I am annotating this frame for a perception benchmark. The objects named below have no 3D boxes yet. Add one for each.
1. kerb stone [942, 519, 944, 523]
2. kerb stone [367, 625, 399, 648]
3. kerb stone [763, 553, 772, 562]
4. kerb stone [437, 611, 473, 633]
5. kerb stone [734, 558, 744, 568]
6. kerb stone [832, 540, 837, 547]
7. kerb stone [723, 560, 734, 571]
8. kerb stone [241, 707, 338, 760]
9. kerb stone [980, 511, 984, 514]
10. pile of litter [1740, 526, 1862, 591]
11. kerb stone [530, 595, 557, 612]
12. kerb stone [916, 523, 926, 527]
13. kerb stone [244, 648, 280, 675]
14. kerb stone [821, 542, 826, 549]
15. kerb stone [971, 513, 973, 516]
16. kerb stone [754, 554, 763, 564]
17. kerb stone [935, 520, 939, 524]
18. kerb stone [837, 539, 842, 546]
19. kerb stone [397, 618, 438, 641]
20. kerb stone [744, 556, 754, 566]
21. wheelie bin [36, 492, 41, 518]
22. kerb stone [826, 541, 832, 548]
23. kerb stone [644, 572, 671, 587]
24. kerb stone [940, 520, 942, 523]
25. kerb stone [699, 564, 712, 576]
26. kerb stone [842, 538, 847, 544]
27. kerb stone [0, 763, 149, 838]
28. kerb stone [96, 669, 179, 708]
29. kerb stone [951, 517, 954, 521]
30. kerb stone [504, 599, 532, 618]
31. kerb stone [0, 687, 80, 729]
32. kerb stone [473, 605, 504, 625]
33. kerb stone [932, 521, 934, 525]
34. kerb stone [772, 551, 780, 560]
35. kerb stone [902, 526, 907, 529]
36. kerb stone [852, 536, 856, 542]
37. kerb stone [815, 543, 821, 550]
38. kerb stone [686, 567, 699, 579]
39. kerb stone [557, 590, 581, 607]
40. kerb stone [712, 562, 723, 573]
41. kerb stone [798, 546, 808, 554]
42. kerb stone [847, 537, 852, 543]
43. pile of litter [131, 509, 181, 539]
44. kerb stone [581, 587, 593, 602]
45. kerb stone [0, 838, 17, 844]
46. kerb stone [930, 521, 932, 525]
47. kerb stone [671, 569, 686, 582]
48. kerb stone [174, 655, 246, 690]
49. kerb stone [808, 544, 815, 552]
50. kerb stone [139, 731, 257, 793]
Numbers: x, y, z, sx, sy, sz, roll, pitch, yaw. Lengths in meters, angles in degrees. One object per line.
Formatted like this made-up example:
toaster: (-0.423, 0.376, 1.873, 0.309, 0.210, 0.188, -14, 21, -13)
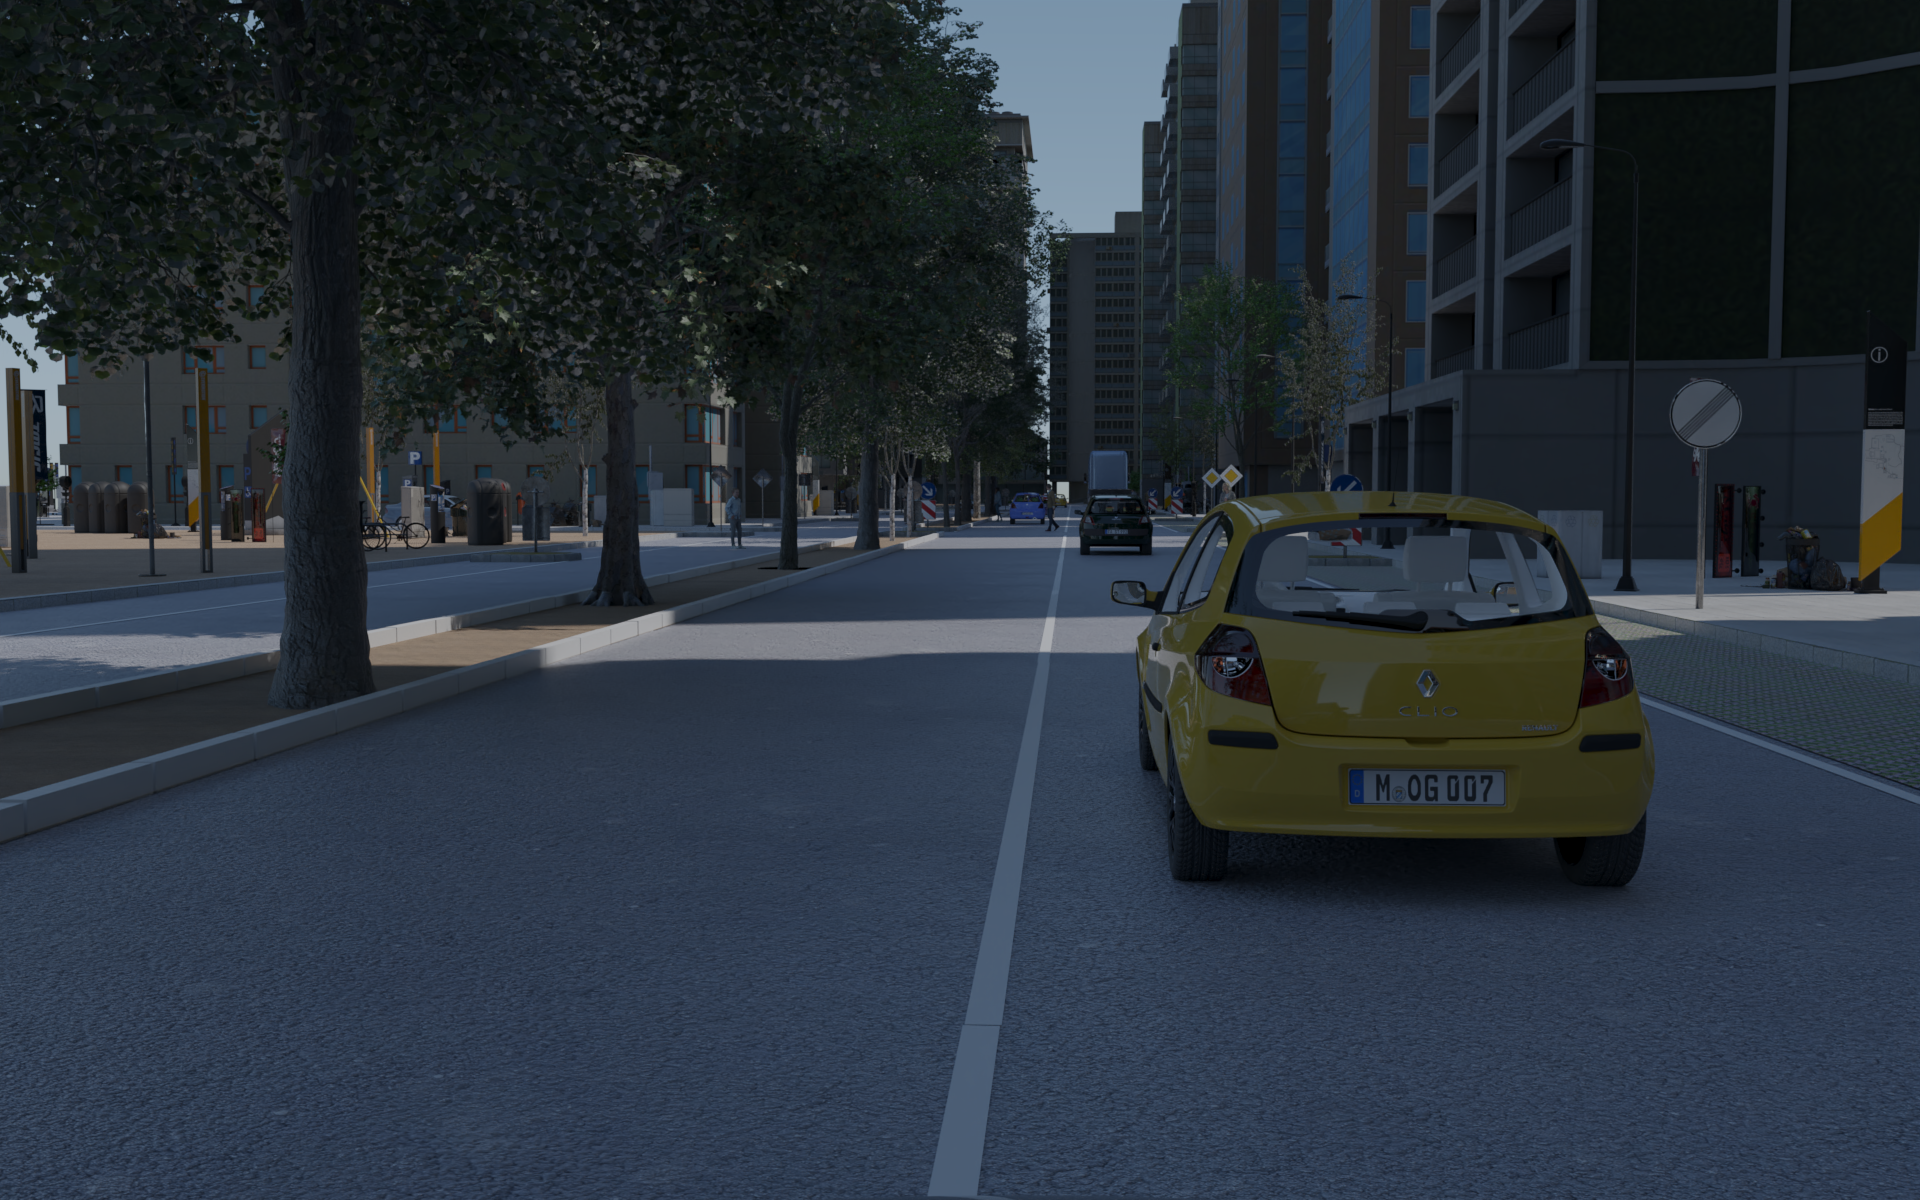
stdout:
kerb stone: (-1.027, -3.854, 85.211, 0.120, 0.150, 1.000, 0, 4, 4)
kerb stone: (-5.506, 0.374, 16.138, 0.120, 0.150, 1.000, 0, 4, 4)
kerb stone: (-4.174, -0.880, 36.585, 0.120, 0.150, 1.000, 0, 4, 4)
kerb stone: (-5.370, 0.247, 18.177, 0.120, 0.150, 1.000, 0, 4, 4)
kerb stone: (-4.379, -0.689, 33.513, 0.120, 0.150, 1.000, 0, 4, 4)
kerb stone: (-3.524, -1.503, 46.797, 0.120, 0.150, 1.000, 0, 4, 4)
kerb stone: (-4.442, -0.627, 32.493, 0.120, 0.150, 1.000, 0, 4, 4)
kerb stone: (-3.812, 0.757, 9.821, 0.120, 0.150, 1.000, 0, 4, 4)
kerb stone: (1.764, -6.484, 128.208, 0.120, 0.150, 1.000, 0, 4, 4)
pile of litter: (11.515, -0.584, 23.506, 1.176, 0.858, 1.719, -1, 4, -22)
kerb stone: (-5.177, 0.059, 21.238, 0.120, 0.150, 1.000, 0, 4, 4)
kerb stone: (-1.688, -3.227, 74.962, 0.120, 0.150, 1.000, 0, 4, 4)
kerb stone: (-5.639, 0.496, 14.092, 0.120, 0.150, 1.000, 0, 4, 4)
kerb stone: (-3.649, -1.378, 44.753, 0.120, 0.150, 1.000, 0, 4, 4)
kerb stone: (0.971, -5.731, 115.927, 0.120, 0.150, 1.000, 0, 4, 4)
kerb stone: (-4.241, -0.815, 35.565, 0.120, 0.150, 1.000, 0, 4, 4)
kerb stone: (-1.229, -3.666, 82.129, 0.120, 0.150, 1.000, 0, 4, 4)
kerb stone: (-3.448, -1.567, 47.819, 0.120, 0.150, 1.000, 0, 4, 4)
kerb stone: (-5.440, 0.308, 17.157, 0.120, 0.150, 1.000, 0, 4, 4)
kerb stone: (-4.310, -0.751, 34.546, 0.120, 0.150, 1.000, 0, 4, 4)
wheelie bin: (-51.617, -5.422, 96.551, 0.980, 1.594, 0.693, 0, 4, -3)
kerb stone: (-3.585, -1.441, 45.776, 0.120, 0.150, 1.000, 0, 4, 4)
kerb stone: (-4.788, -0.317, 27.378, 0.120, 0.150, 1.000, 0, 4, 4)
kerb stone: (-1.090, -3.791, 84.180, 0.120, 0.150, 1.000, 0, 4, 4)
kerb stone: (-4.578, -0.505, 30.450, 0.120, 0.150, 1.000, 0, 4, 4)
kerb stone: (-3.382, -1.627, 48.839, 0.120, 0.150, 1.000, 0, 4, 4)
kerb stone: (-3.944, 0.882, 7.774, 0.120, 0.150, 1.000, 0, 4, 4)
kerb stone: (-5.761, 0.621, 12.040, 0.120, 0.150, 1.000, 0, 4, 4)
kerb stone: (-0.362, -4.476, 95.480, 0.120, 0.150, 1.000, 0, 4, 4)
kerb stone: (-5.246, 0.125, 20.217, 0.120, 0.150, 1.000, 0, 4, 4)
kerb stone: (-5.840, 0.683, 11.021, 0.120, 0.150, 1.000, 0, 4, 4)
kerb stone: (-5.306, 0.188, 19.197, 0.120, 0.150, 1.000, 0, 4, 4)
kerb stone: (-1.420, -3.477, 79.051, 0.120, 0.150, 1.000, 0, 4, 4)
kerb stone: (-4.109, -0.941, 37.605, 0.120, 0.150, 1.000, 0, 4, 4)
kerb stone: (-2.091, -2.851, 68.814, 0.120, 0.150, 1.000, 0, 4, 4)
kerb stone: (-3.250, -1.750, 50.890, 0.120, 0.150, 1.000, 0, 4, 4)
kerb stone: (-3.705, -1.317, 43.733, 0.120, 0.150, 1.000, 0, 4, 4)
kerb stone: (-4.645, -0.442, 29.419, 0.120, 0.150, 1.000, 0, 4, 4)
kerb stone: (-5.107, 0.005, 22.258, 0.120, 0.150, 1.000, 0, 4, 4)
kerb stone: (-4.506, -0.567, 31.473, 0.120, 0.150, 1.000, 0, 4, 4)
kerb stone: (-3.849, -1.190, 41.694, 0.120, 0.150, 1.000, 0, 4, 4)
kerb stone: (-3.316, -1.691, 49.859, 0.120, 0.150, 1.000, 0, 4, 4)
pile of litter: (-23.329, -2.210, 50.095, 1.719, 0.858, 1.176, 2, 4, 30)
kerb stone: (-5.041, -0.063, 23.290, 0.120, 0.150, 1.000, 0, 4, 4)
kerb stone: (-4.010, 0.954, 6.755, 0.120, 0.150, 1.000, 0, 4, 4)
kerb stone: (-1.490, -3.415, 78.025, 0.120, 0.150, 1.000, 0, 4, 4)
kerb stone: (-4.705, -0.374, 28.397, 0.120, 0.150, 1.000, 0, 4, 4)
kerb stone: (-5.700, 0.559, 13.063, 0.120, 0.150, 1.000, 0, 4, 4)
kerb stone: (-3.781, -1.250, 42.714, 0.120, 0.150, 1.000, 0, 4, 4)
kerb stone: (-3.881, 0.819, 8.798, 0.120, 0.150, 1.000, 0, 4, 4)
